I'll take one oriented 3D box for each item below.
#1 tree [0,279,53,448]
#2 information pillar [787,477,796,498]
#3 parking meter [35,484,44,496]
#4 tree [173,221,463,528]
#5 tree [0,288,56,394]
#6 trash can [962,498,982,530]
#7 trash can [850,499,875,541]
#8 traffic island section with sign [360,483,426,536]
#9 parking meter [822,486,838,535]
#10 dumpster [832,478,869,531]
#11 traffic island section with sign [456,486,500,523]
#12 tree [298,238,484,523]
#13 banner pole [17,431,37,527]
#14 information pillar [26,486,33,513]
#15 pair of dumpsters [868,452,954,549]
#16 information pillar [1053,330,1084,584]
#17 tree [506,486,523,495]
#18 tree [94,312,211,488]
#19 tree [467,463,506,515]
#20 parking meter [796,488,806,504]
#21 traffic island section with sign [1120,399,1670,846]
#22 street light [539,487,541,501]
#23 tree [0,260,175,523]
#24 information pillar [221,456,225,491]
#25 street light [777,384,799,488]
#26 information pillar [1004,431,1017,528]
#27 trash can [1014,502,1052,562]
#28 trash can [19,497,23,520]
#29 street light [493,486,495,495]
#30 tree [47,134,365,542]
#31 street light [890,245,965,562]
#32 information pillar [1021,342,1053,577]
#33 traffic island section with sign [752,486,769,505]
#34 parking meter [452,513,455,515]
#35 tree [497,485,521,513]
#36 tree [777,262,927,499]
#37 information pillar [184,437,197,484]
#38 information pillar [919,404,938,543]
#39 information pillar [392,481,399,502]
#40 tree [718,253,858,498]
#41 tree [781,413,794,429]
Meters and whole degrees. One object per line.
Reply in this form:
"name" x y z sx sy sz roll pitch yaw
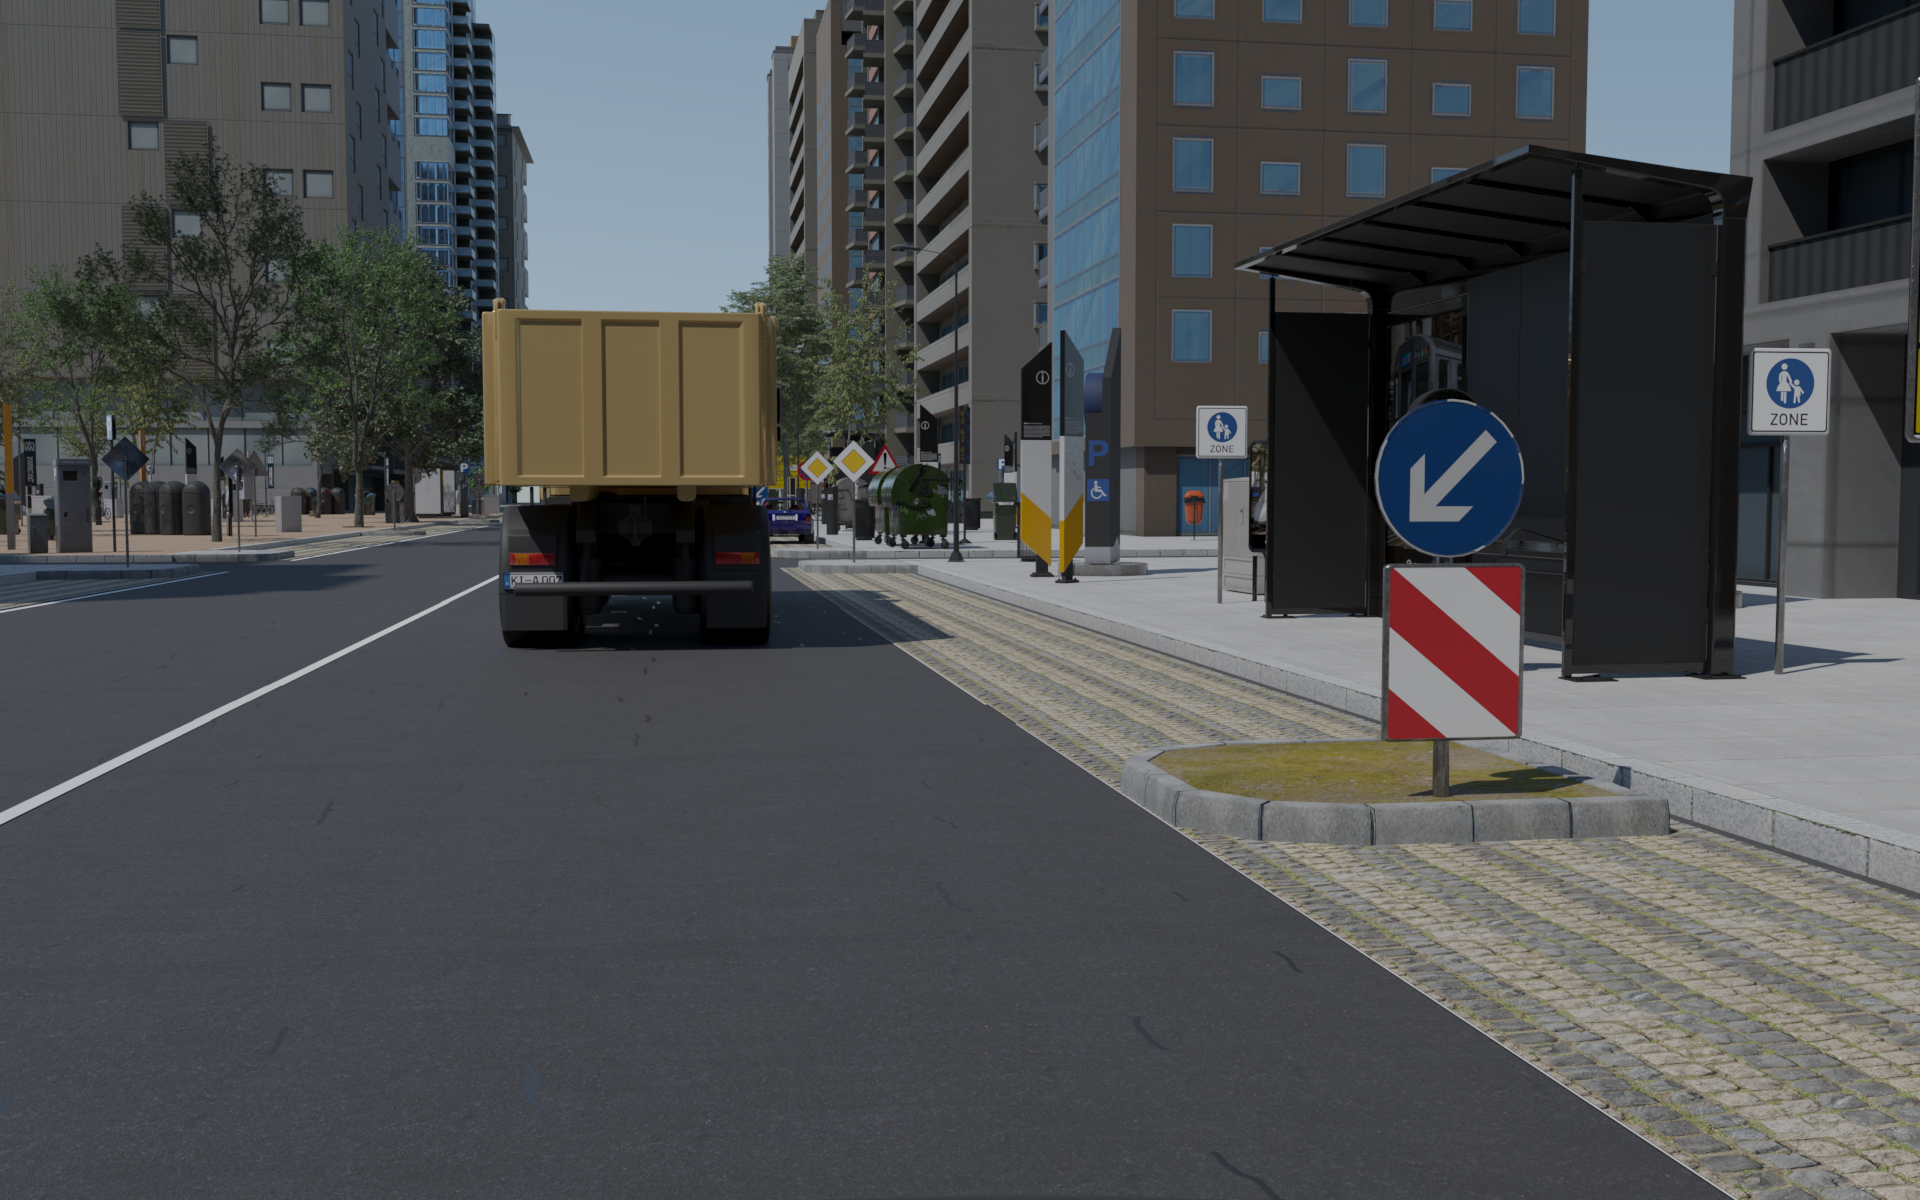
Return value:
"tree" -32.415 -6.562 57.644 4.737 8.622 4.395 0 3 0
"information pillar" -7.382 -4.373 75.990 0.304 2.012 0.304 -2 4 -25
"parking meter" -51.185 -5.543 96.338 0.399 1.863 0.255 1 4 20
"tree" -22.939 -8.575 65.962 9.928 11.665 9.643 0 3 0
"tree" -29.413 -6.172 51.277 4.360 8.622 3.978 0 3 0
"trash can" 0.429 -3.050 61.517 0.748 1.137 0.748 0 3 0
"trash can" -2.659 -2.224 48.011 0.748 1.137 0.748 0 3 0
"traffic island section with sign" -19.582 -3.139 59.944 1.989 1.847 2.006 -1 4 -10
"parking meter" -4.003 -2.806 54.292 0.372 1.533 0.369 0 3 0
"dumpster" -3.816 -3.338 60.333 1.264 1.857 1.865 -1 4 -10
"traffic island section with sign" -24.063 -4.764 86.526 1.989 1.847 2.006 -1 4 -10
"tree" -24.831 -9.852 78.086 9.611 12.733 9.660 0 3 0
"banner pole" -36.996 -4.809 68.643 0.401 3.779 0.863 3 4 39
"information pillar" -52.765 -5.732 98.204 0.304 2.012 0.304 -3 4 -38
"pair of dumpsters" -1.206 -2.418 42.020 1.574 2.255 4.437 -1 4 -10
"information pillar" 1.599 -2.053 24.929 0.183 3.616 0.504 3 5 40
"tree" -34.364 -8.524 133.974 1.663 3.219 1.824 0 3 0
"tree" -30.972 -7.087 66.240 4.737 8.622 4.395 0 3 0
"tree" -29.657 -6.907 107.535 1.663 3.219 1.824 0 3 0
"parking meter" -6.366 -3.727 69.340 0.372 1.533 0.369 0 3 0
"traffic island section with sign" 1.820 0.039 7.990 1.989 1.847 2.006 -1 4 -10
"street light" -37.002 -11.146 154.776 1.470 5.913 1.316 -1 4 -10
"tree" -39.260 -9.321 78.153 9.928 11.665 9.643 0 3 0
"information pillar" -45.004 -6.976 105.408 0.504 3.616 0.183 -3 5 -42
"street light" -7.333 -6.121 72.613 1.470 5.913 1.316 -1 4 -10
"information pillar" 1.923 -4.657 67.489 0.504 3.616 0.183 3 4 38
"trash can" 1.384 -1.299 32.894 0.748 1.137 0.748 0 3 0
"trash can" -47.030 -4.563 86.257 0.748 1.137 0.748 0 3 0
"street light" -30.013 -8.621 113.500 1.470 5.913 1.316 -1 4 -10
"tree" -19.923 -6.816 45.856 8.767 10.594 7.601 -1 4 -10
"street light" -0.605 -3.668 32.509 1.470 5.913 1.316 -1 4 -10
"information pillar" 1.187 -2.159 26.658 0.504 3.616 0.183 -1 4 -12
"traffic island section with sign" -7.407 -3.308 62.713 1.989 1.847 2.006 -1 4 -10
"parking meter" -31.085 -5.968 105.989 0.372 1.533 0.369 0 3 0
"tree" -31.273 -10.236 117.728 4.737 8.622 4.395 0 3 0
"tree" -3.251 -6.444 55.714 4.737 8.622 4.395 0 3 0
"information pillar" -31.665 -4.892 71.331 0.183 3.616 0.504 2 4 34
"information pillar" -0.817 -3.278 44.947 0.504 3.616 0.183 0 4 5
"information pillar" -31.521 -5.643 96.749 0.304 2.012 0.304 -3 5 -39
"tree" -8.381 -10.007 81.746 7.486 12.596 7.792 0 3 0
"tree" -16.671 -13.563 132.122 12.009 13.543 11.850 0 3 0
